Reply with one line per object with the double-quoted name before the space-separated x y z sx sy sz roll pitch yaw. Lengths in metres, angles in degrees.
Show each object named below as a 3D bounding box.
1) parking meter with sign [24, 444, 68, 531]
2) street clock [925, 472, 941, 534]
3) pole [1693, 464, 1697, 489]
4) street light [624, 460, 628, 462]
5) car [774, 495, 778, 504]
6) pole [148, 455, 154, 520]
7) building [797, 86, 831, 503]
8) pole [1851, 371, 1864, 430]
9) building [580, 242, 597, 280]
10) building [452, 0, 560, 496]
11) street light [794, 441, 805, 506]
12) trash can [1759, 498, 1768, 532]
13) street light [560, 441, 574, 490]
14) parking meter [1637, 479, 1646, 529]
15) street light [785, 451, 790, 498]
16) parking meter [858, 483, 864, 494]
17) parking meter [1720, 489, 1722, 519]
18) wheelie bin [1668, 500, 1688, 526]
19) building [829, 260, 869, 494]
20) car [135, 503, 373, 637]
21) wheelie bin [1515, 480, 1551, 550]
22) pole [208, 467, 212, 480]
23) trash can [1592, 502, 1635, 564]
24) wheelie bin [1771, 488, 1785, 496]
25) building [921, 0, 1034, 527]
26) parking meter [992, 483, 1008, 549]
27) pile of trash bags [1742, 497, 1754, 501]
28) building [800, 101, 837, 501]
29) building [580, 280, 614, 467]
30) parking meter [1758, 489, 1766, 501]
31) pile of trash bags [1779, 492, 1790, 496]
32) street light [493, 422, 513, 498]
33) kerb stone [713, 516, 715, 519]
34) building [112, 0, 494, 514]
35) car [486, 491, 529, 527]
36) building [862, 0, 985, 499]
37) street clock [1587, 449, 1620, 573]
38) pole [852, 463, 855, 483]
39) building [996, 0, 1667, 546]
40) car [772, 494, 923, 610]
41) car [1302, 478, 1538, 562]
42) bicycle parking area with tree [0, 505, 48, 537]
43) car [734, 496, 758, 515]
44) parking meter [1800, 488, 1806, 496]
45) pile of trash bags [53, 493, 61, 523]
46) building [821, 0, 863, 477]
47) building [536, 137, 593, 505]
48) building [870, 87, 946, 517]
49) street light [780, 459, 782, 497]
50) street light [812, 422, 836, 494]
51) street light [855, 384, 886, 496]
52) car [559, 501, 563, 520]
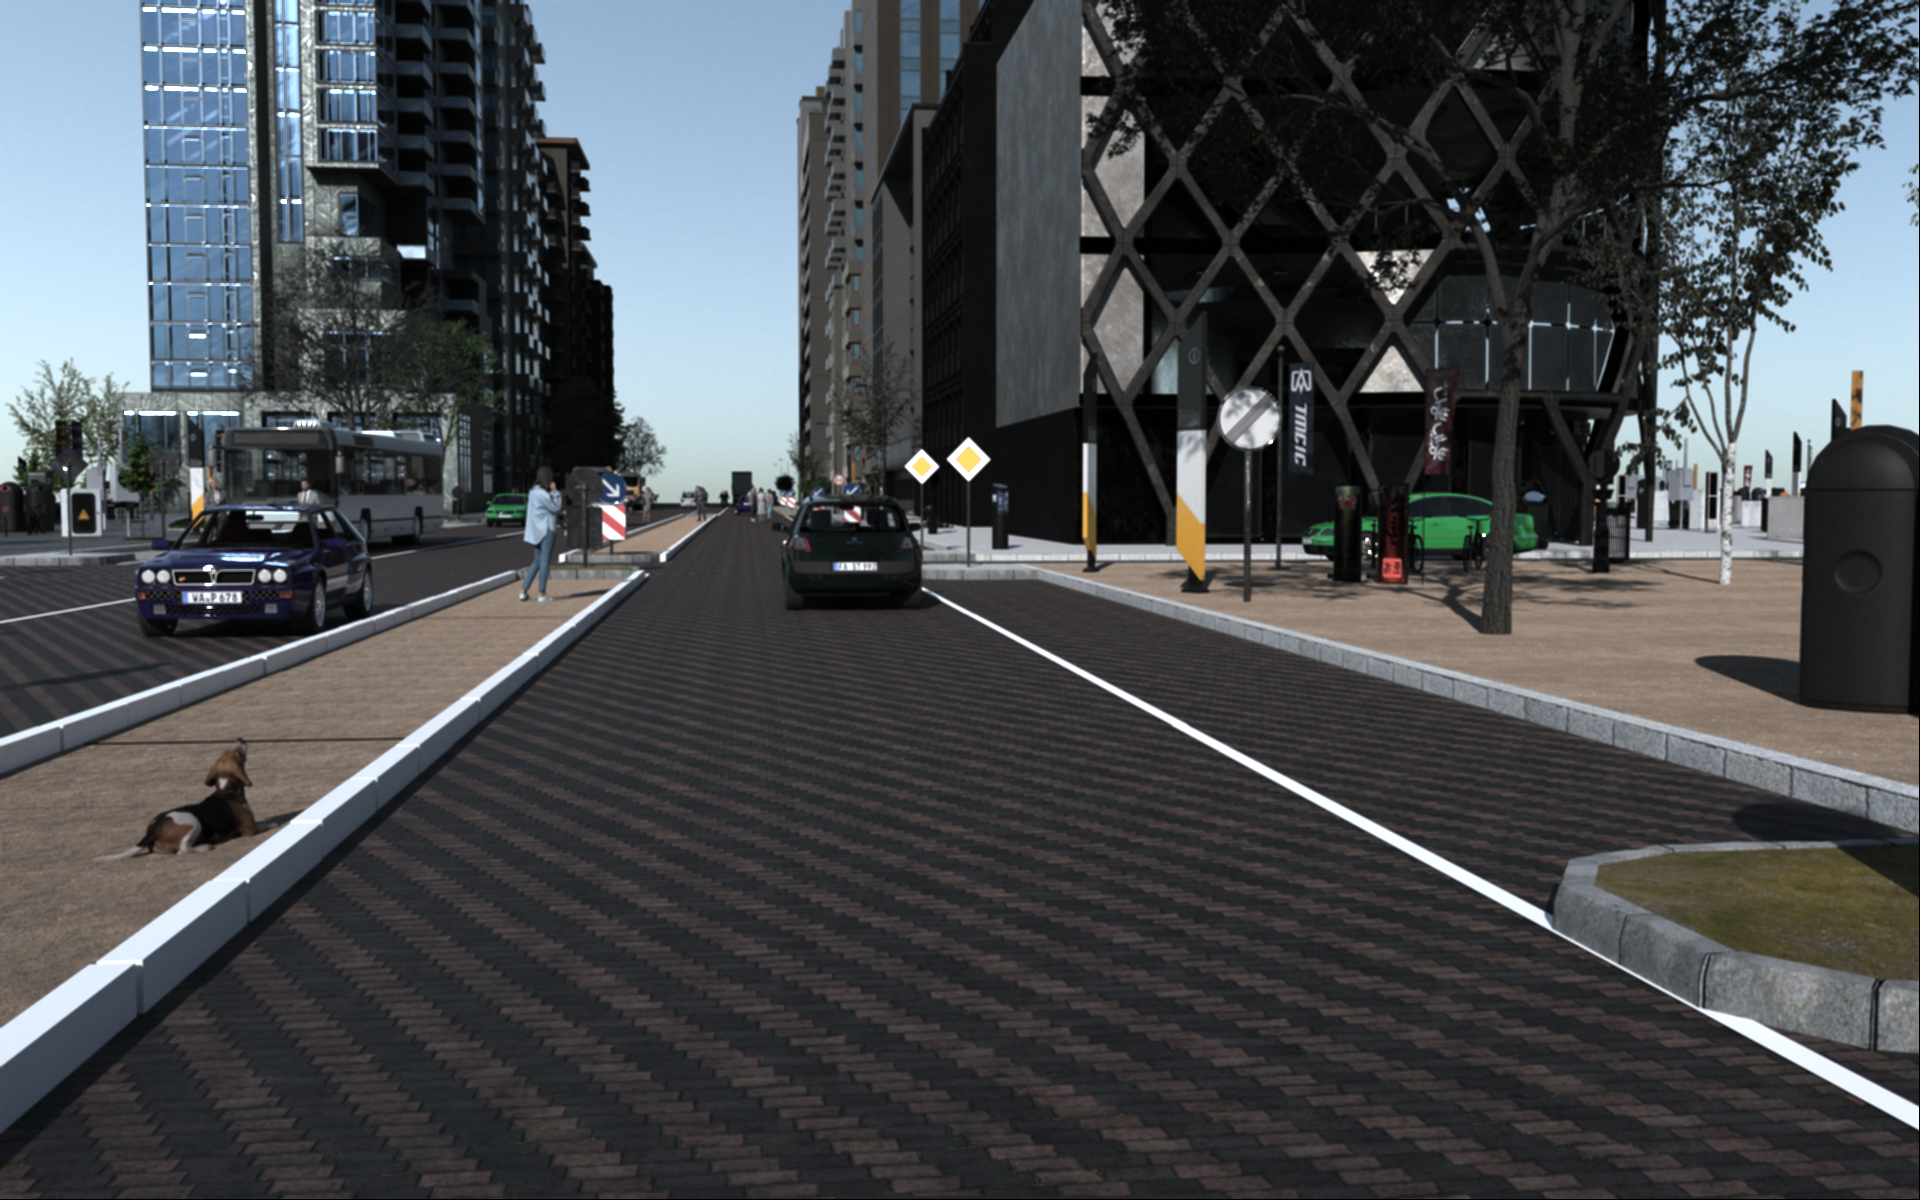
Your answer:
"parking meter with sign" -32.111 -3.929 60.504 1.738 3.016 0.543 0 4 7
"street clock" -0.875 -3.181 56.577 0.471 2.002 0.358 -3 5 -41
"pole" 50.286 -7.622 118.466 0.158 3.312 0.155 0 3 0
"street light" -44.645 -15.946 233.251 1.470 5.913 1.316 0 4 -7
"car" -25.870 -13.949 237.652 1.945 1.707 3.694 0 4 -8
"pole" -40.102 -5.628 85.853 0.158 3.312 0.155 0 3 0
"building" -13.537 -43.802 258.162 21.231 58.520 28.212 0 4 -7
"pole" 14.879 -2.138 28.799 0.158 3.312 0.155 0 3 0
"building" -65.114 -33.963 247.172 32.217 40.220 23.993 0 4 -7
"building" -49.149 -32.758 155.195 23.786 49.044 30.456 0 4 -7
"street light" -13.389 -10.879 150.410 1.470 5.913 1.316 0 4 -7
"trash can" 27.262 -2.847 58.201 0.748 1.137 0.748 0 3 0
"street light" -34.241 -10.899 150.742 1.470 5.913 1.316 0 4 -7
"parking meter" 25.178 -3.556 63.844 0.255 1.863 0.399 -2 4 -32
"street light" -18.136 -13.228 188.815 1.470 5.913 1.316 0 4 -7
"parking meter" -5.006 -4.943 86.535 0.399 1.863 0.255 0 4 5
"parking meter" 38.393 -4.827 87.336 0.372 1.533 0.369 0 3 0
"wheelie bin" 29.087 -3.805 70.113 0.693 1.594 0.980 3 4 37
"building" 3.697 -18.291 144.094 27.650 21.520 28.899 0 4 -7
"car" -7.541 -0.376 18.730 1.945 1.354 3.894 0 4 -8
"wheelie bin" 13.179 -1.964 40.026 0.693 1.594 0.980 -1 4 -20
"pole" -38.779 -5.856 89.589 0.158 3.312 0.155 0 3 0
"trash can" 12.110 -1.253 32.143 0.748 1.137 0.748 0 3 0
"wheelie bin" 43.688 -5.178 92.573 0.980 1.594 0.693 3 5 44
"building" 5.270 -15.024 75.312 12.332 23.373 15.834 0 4 -7
"parking meter" 0.937 -1.950 40.296 0.372 1.533 0.369 0 3 0
"pile of trash bags" 43.192 -5.386 97.819 3.447 1.369 1.912 2 4 29
"building" -8.040 -35.940 211.317 21.300 48.544 21.600 0 4 -7
"building" -53.525 -28.014 229.737 14.160 30.474 14.107 0 4 -7
"parking meter" 41.194 -4.926 88.954 0.372 1.533 0.369 0 3 0
"pile of trash bags" 39.349 -4.431 82.195 1.912 1.369 3.447 2 4 33
"street light" -29.585 -8.533 112.048 1.470 5.913 1.316 0 4 -7
"kerb stone" -13.250 -4.285 92.265 0.120 0.150 1.000 0 4 -7
"building" -45.165 -49.529 122.477 22.319 86.520 31.000 0 4 -7
"car" -19.847 -4.147 76.604 1.959 1.807 4.718 0 4 -7
"building" 0.577 -28.819 121.303 14.600 45.320 14.200 0 4 -7
"street clock" 10.435 -1.442 28.142 0.358 2.002 0.471 -2 4 -33
"pole" -6.869 -7.228 112.028 0.158 3.312 0.155 0 3 0
"building" 10.524 -11.135 49.504 16.811 18.784 16.820 0 4 -7
"car" -1.475 -0.799 22.844 2.009 1.686 4.222 0 4 -6
"car" 9.380 -1.634 35.513 4.718 1.807 1.959 0 4 -7
"bicycle parking area with tree" -32.422 -3.989 52.230 8.231 4.147 9.016 0 4 -2
"car" -14.323 -6.404 117.280 1.945 1.354 3.894 -1 4 -9
"parking meter" 32.960 -3.639 67.915 0.372 1.533 0.369 0 3 0
"pile of trash bags" -39.810 -4.124 77.178 1.912 1.369 3.447 0 4 1
"building" -1.899 -33.820 172.568 23.786 49.044 30.456 0 4 -7
"building" -55.948 -33.801 207.276 22.147 44.769 28.867 0 4 -7
"building" 2.996 -17.131 99.161 14.314 24.678 30.058 0 4 -7
"street light" -23.591 -15.885 232.258 1.470 5.913 1.316 0 4 -7
"street light" -8.650 -8.558 112.459 1.470 5.913 1.316 0 4 -7
"street light" -3.719 -6.157 73.210 1.470 5.913 1.316 0 4 -7
"car" -23.017 -5.292 96.122 1.945 1.707 3.694 -1 4 -8
